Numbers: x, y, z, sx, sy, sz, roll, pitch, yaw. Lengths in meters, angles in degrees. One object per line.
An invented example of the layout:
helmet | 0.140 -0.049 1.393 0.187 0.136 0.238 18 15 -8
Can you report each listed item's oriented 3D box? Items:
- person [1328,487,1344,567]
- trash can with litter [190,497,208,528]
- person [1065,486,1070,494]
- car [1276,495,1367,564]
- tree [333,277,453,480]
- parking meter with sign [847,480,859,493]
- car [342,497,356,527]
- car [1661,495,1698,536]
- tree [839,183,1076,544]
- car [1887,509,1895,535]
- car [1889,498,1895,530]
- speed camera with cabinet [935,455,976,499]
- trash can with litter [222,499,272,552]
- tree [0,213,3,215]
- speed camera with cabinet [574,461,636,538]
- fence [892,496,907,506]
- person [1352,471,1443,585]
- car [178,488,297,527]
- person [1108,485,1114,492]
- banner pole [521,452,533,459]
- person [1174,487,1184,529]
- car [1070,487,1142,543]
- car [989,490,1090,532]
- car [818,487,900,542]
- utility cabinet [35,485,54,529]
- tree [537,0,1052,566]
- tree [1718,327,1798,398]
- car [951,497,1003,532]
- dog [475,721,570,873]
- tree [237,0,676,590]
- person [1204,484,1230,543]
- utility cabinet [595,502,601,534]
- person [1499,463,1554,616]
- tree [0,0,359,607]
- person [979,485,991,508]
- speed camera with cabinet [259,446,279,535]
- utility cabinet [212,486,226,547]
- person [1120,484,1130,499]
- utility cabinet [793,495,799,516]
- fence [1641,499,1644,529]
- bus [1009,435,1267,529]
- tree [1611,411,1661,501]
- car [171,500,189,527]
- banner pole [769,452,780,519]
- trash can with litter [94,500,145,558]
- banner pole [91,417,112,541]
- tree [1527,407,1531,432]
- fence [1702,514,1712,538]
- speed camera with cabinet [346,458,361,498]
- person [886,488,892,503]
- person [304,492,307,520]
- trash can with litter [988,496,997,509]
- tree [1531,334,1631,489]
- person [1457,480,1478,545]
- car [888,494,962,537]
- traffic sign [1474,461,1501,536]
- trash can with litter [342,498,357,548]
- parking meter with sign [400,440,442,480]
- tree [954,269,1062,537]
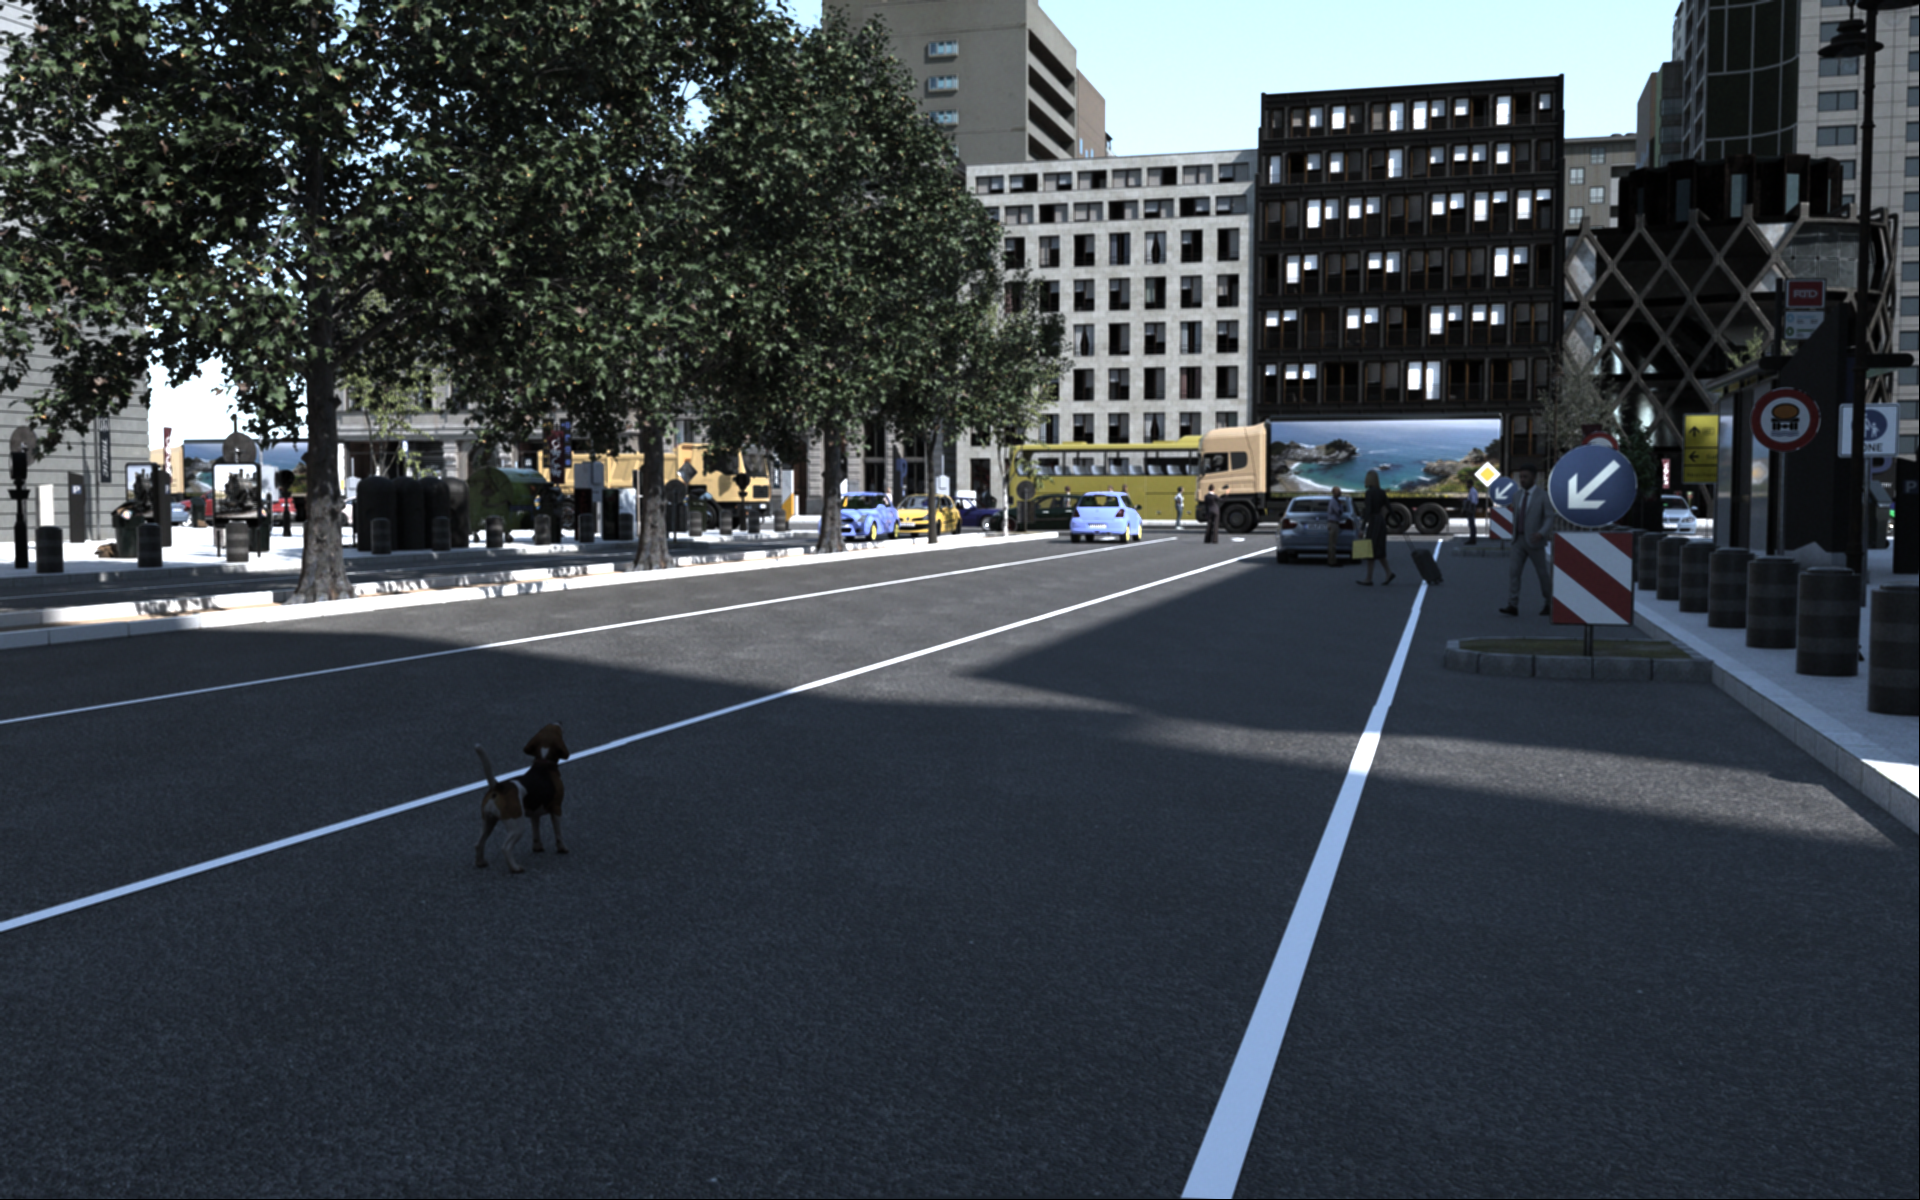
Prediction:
person | 7.418 -1.445 34.181 0.319 1.574 0.516 1 4 10
trash can with litter | -28.733 -3.315 65.581 0.624 1.170 1.055 -3 5 -39
person | 4.238 -3.718 69.859 0.524 1.755 0.480 0 4 -2
car | 7.757 -1.528 36.993 2.014 1.417 4.499 1 4 15
tree | -16.328 -6.027 48.903 4.737 8.622 4.395 0 3 0
parking meter with sign | -6.004 -6.159 96.965 1.738 3.016 0.543 -2 4 -26
car | -25.633 -3.917 76.399 4.827 1.381 2.083 1 4 16
car | 22.563 -2.672 55.685 2.014 1.417 4.499 1 4 17
tree | -0.652 -6.853 48.909 8.767 10.594 7.601 1 4 16
car | 31.014 -3.208 61.246 4.718 1.807 1.959 1 4 16
car | 37.656 -3.333 67.070 3.894 1.354 1.945 1 4 18
speed camera with cabinet | -0.241 -5.729 87.998 2.038 3.252 0.660 -1 4 -12
trash can with litter | -15.784 -1.647 38.312 1.055 1.170 0.624 0 4 -3
tree | -20.878 -5.171 34.901 4.737 8.622 4.395 0 3 0
speed camera with cabinet | -10.218 -3.398 49.900 0.660 3.252 2.038 2 4 30
fence | -2.481 -4.570 85.923 2.264 1.192 0.480 1 4 14
person | 6.883 -1.134 27.266 1.509 1.804 0.699 0 4 -7
car | -31.288 -4.037 74.678 5.304 1.827 2.281 1 4 14
person | 6.035 -3.808 71.037 0.573 1.790 0.520 0 4 -8
banner pole | -26.055 -6.973 104.032 0.863 3.779 0.401 1 4 9
person | 8.933 -3.755 70.625 0.376 1.734 0.841 1 4 18
car | 4.397 -2.574 51.679 1.945 1.707 3.694 1 4 14
car | 3.136 -3.178 61.751 4.222 1.686 2.009 1 4 17
car | -3.101 -2.670 53.238 1.945 1.707 3.694 1 4 15
utility cabinet | -21.380 -1.942 40.431 0.318 1.500 1.173 -2 4 -32
tree | -2.989 -7.401 40.473 9.611 12.733 9.660 0 3 0
tree | 35.815 -7.742 76.941 4.737 8.622 4.395 0 3 0
car | 0.192 -3.317 66.819 3.894 1.354 1.945 1 4 18
dog | -1.712 0.766 6.769 0.406 0.507 0.540 -1 4 -22
tree | -5.498 -6.822 31.003 9.611 12.733 9.660 0 3 0
person | 7.496 -2.522 50.535 0.742 1.727 0.445 0 4 5
utility cabinet | -11.775 -2.761 56.308 1.020 1.237 0.306 2 4 33
person | 6.723 -0.711 20.398 0.850 1.792 0.678 -3 4 -37
tree | -8.006 -6.249 21.637 9.611 12.733 9.660 0 3 0
person | 1.113 -4.178 76.767 0.622 1.834 0.822 1 4 22
speed camera with cabinet | -21.781 -3.656 54.119 0.660 3.252 2.038 -1 4 -10
utility cabinet | -17.760 -2.024 41.776 0.318 1.500 1.173 -2 4 -34
person | 6.054 -3.331 63.239 0.520 1.790 0.573 2 4 29
utility cabinet | -9.900 -5.527 101.520 1.020 1.237 0.306 3 5 40
fence | 11.926 -1.168 30.292 0.480 1.192 2.264 1 4 21
bus | 8.274 -5.026 73.728 12.252 3.916 2.896 1 4 17
tree | 15.802 -2.798 40.352 1.663 3.219 1.824 0 3 0
car | -34.229 -3.650 71.687 4.499 1.417 2.014 1 4 14
banner pole | -9.526 -6.042 88.810 0.401 3.779 0.863 3 5 43
trash can with litter | -16.838 -1.420 34.600 1.055 1.170 0.624 1 4 17
banner pole | -23.398 -3.499 47.230 0.863 3.779 0.401 2 4 30
tree | 30.163 -8.253 85.303 4.360 8.622 3.978 0 3 0
fence | 21.997 -2.179 51.003 0.278 0.683 2.069 2 4 23
speed camera with cabinet | -32.305 -6.116 94.333 2.038 3.252 0.660 0 4 -8
person | -3.554 -4.447 81.886 0.598 1.740 0.731 1 4 21
person | -30.477 -4.303 81.123 0.388 1.546 0.482 3 4 38
trash can with litter | 1.852 -5.289 97.859 0.624 1.170 1.055 2 4 27
tree | 28.437 -7.884 79.273 4.360 8.622 3.978 0 3 0
person | 14.356 -2.489 49.060 0.599 1.838 0.709 1 4 20
car | -1.193 -2.882 57.343 2.015 1.641 3.980 1 4 15
traffic sign | 16.201 -3.034 53.249 0.795 2.450 0.064 1 4 16
trash can with litter | -14.063 -1.871 41.655 1.678 1.210 2.233 1 4 20
parking meter with sign | -17.307 -3.686 56.522 1.738 3.016 0.543 0 4 2
tree | 1.425 -6.242 54.883 4.737 8.622 4.395 0 3 0
